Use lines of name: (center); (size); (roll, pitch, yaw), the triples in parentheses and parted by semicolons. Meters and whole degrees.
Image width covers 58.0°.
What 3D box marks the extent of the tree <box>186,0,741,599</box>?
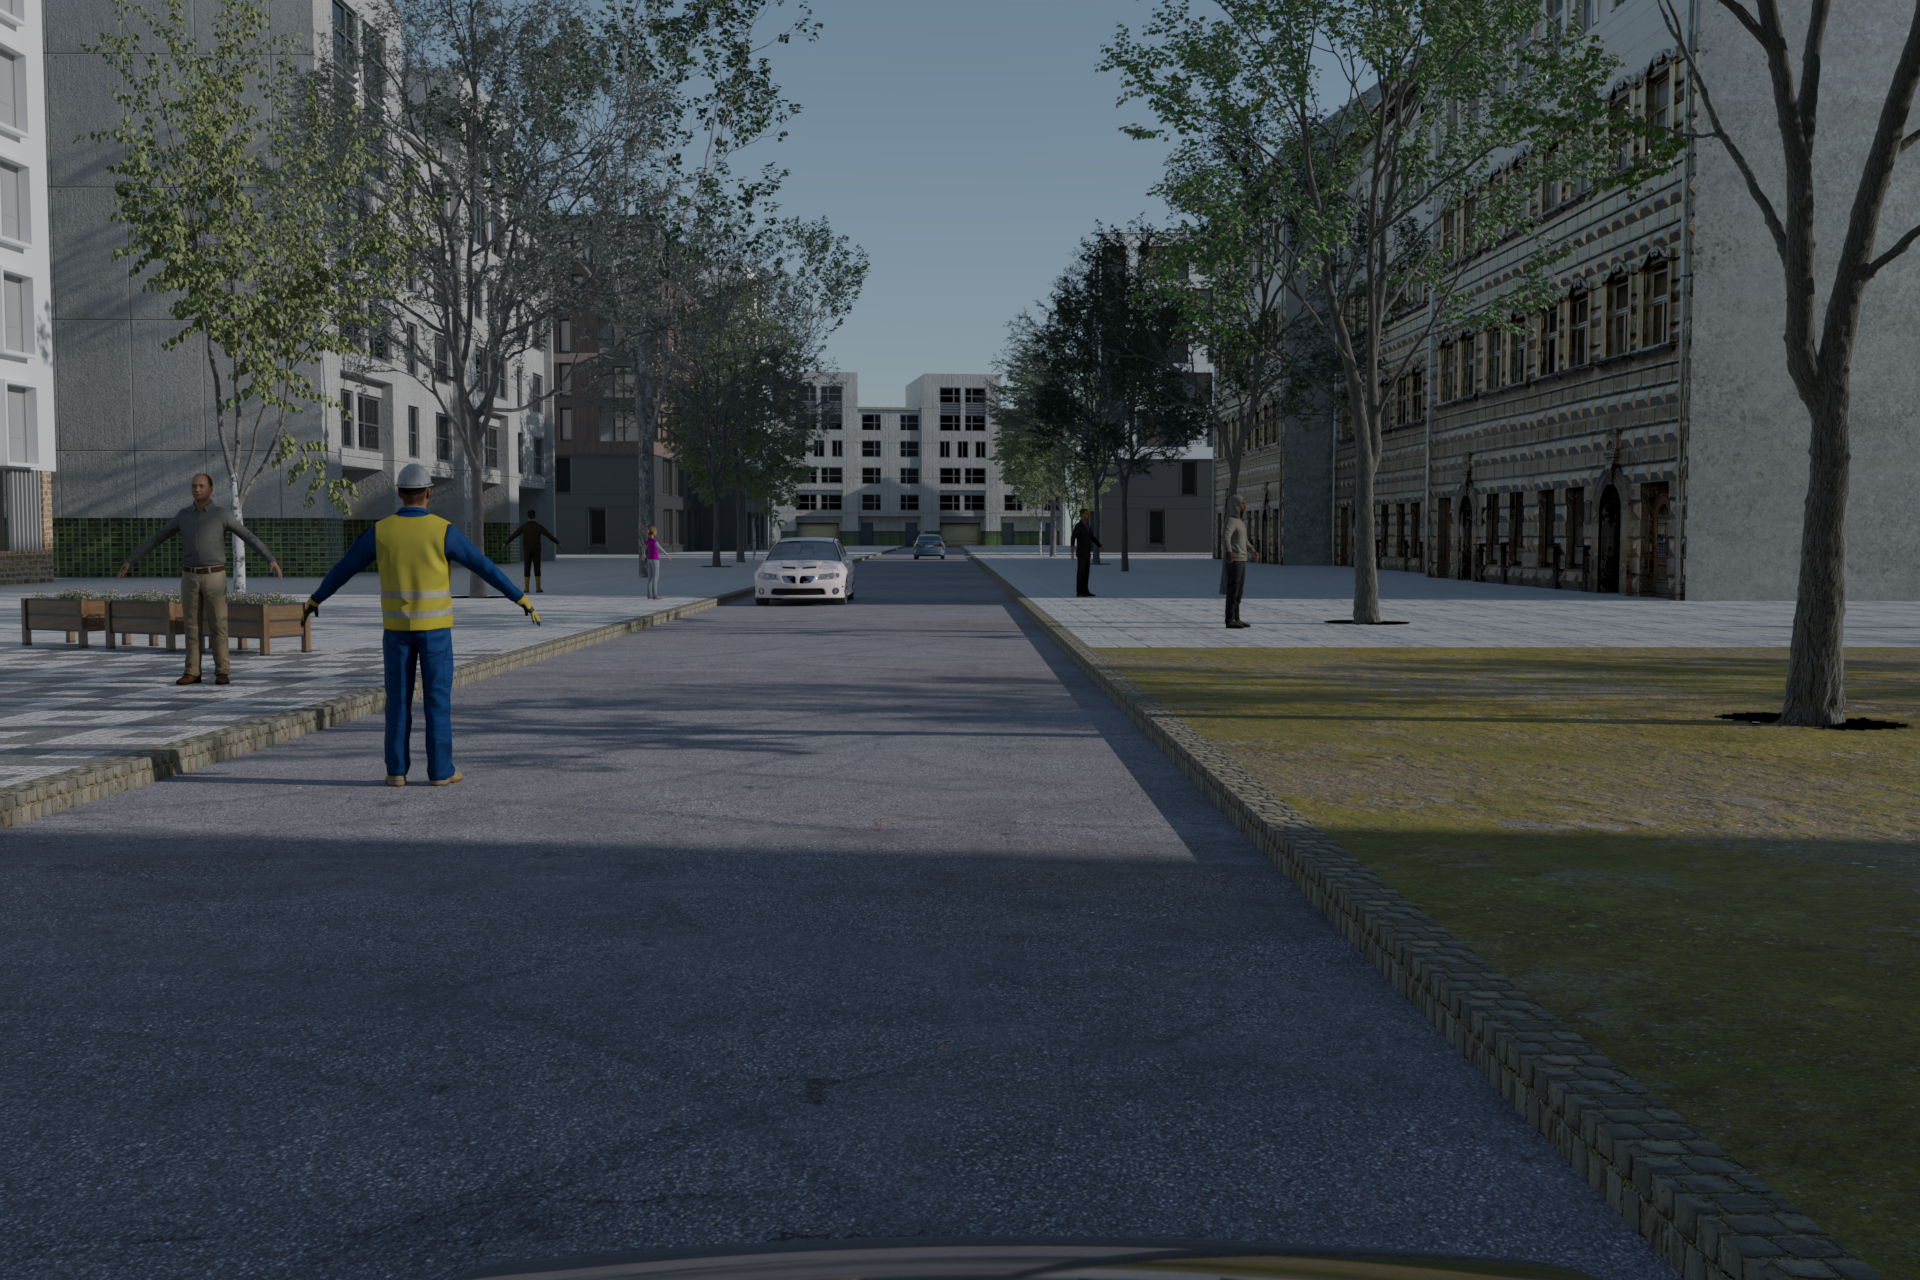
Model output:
tree: (-9.609, -7.567, 34.093); (12.009, 13.543, 11.850); (0, 3, 0)

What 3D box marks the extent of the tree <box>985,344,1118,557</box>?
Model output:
tree: (4.837, -10.936, 96.933); (7.486, 12.596, 7.792); (0, 3, 0)

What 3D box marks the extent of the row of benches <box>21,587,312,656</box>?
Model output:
row of benches: (-8.840, -0.234, 19.295); (4.104, 0.672, 1.422); (2, 4, 27)

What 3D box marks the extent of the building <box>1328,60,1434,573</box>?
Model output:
building: (24.335, -14.022, 60.183); (19.493, 23.208, 18.063); (0, 4, 0)

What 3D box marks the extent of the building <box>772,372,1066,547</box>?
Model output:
building: (-5.161, -20.087, 197.338); (31.486, 18.905, 16.747); (-1, 4, -9)

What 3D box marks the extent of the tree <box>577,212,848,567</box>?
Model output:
tree: (-9.404, -9.560, 66.671); (12.009, 13.543, 11.850); (0, 3, 0)

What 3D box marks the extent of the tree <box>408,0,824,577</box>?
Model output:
tree: (-10.388, -11.852, 49.666); (12.611, 20.169, 13.585); (0, 3, 0)

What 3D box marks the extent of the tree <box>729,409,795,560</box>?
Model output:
tree: (-10.263, -8.351, 86.897); (4.737, 8.622, 4.395); (0, 3, 0)

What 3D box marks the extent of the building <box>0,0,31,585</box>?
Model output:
building: (-28.789, -10.765, 32.429); (16.016, 20.090, 11.380); (0, 4, -1)

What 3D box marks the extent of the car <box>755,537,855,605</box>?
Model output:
car: (-3.222, -1.477, 36.505); (2.083, 1.381, 4.827); (0, 4, 0)

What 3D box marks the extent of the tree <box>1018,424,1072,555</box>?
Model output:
tree: (4.724, -9.459, 105.009); (4.360, 8.622, 3.978); (0, 3, 0)

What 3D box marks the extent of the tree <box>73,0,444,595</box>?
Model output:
tree: (-9.008, -4.371, 21.832); (4.737, 8.622, 4.395); (0, 3, 0)

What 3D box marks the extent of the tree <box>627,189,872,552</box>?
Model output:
tree: (-11.642, -14.705, 96.312); (12.611, 20.169, 13.585); (0, 3, 0)

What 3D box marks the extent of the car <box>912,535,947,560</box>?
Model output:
car: (-1.726, -5.268, 98.138); (2.014, 1.417, 4.499); (0, 4, 0)

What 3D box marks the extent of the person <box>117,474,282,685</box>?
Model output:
person: (-6.462, -0.521, 14.787); (1.348, 1.796, 0.705); (0, 4, -6)

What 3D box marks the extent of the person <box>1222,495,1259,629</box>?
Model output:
person: (3.784, -1.068, 23.596); (0.705, 1.813, 1.348); (2, 4, 25)

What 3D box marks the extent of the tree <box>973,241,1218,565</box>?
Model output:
tree: (5.750, -9.896, 72.164); (12.009, 13.543, 11.850); (0, 3, 0)

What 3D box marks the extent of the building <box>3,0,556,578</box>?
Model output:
building: (-27.300, -12.198, 65.903); (16.747, 18.905, 31.486); (0, 4, -1)

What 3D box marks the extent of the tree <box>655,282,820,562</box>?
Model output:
tree: (-10.388, -9.805, 78.437); (7.486, 12.596, 7.792); (0, 3, 0)

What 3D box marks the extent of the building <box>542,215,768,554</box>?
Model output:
building: (-30.029, -17.340, 127.486); (27.936, 21.610, 32.646); (0, 4, 1)

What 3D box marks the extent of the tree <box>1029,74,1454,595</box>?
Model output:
tree: (5.618, -6.222, 36.143); (8.767, 10.594, 7.601); (0, 4, 2)

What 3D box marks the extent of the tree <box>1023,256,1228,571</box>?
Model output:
tree: (5.386, -7.623, 59.048); (7.601, 10.594, 8.767); (-3, 4, -36)

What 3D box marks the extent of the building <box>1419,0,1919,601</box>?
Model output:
building: (23.035, -12.879, 41.498); (19.493, 23.208, 18.063); (0, 3, 0)

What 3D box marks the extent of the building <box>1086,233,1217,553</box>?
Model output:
building: (23.492, -17.751, 134.199); (27.936, 21.610, 32.646); (0, 4, 0)

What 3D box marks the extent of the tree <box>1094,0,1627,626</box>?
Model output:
tree: (5.763, -6.041, 24.528); (9.928, 11.665, 9.643); (0, 3, 0)

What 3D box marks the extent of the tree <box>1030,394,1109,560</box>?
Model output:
tree: (5.577, -8.226, 84.854); (4.360, 8.622, 3.978); (0, 3, 0)

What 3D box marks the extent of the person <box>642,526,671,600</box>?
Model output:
person: (-5.965, -1.510, 33.948); (0.599, 1.433, 0.991); (-3, 5, -42)

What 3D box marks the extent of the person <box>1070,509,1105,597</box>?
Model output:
person: (2.559, -1.788, 35.465); (0.704, 1.802, 1.346); (2, 4, 32)

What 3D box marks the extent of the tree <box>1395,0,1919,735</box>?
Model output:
tree: (5.693, -5.225, 11.185); (9.928, 11.665, 9.643); (0, 3, 0)

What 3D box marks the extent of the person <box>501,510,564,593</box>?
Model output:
person: (-9.356, -1.942, 37.886); (1.346, 1.812, 0.704); (0, 4, -7)

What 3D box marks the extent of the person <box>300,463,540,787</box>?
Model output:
person: (-3.098, -0.090, 9.902); (1.349, 1.833, 0.705); (0, 4, -5)

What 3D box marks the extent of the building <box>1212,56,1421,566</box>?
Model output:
building: (22.211, -15.154, 78.701); (19.493, 23.208, 18.063); (0, 4, 0)
